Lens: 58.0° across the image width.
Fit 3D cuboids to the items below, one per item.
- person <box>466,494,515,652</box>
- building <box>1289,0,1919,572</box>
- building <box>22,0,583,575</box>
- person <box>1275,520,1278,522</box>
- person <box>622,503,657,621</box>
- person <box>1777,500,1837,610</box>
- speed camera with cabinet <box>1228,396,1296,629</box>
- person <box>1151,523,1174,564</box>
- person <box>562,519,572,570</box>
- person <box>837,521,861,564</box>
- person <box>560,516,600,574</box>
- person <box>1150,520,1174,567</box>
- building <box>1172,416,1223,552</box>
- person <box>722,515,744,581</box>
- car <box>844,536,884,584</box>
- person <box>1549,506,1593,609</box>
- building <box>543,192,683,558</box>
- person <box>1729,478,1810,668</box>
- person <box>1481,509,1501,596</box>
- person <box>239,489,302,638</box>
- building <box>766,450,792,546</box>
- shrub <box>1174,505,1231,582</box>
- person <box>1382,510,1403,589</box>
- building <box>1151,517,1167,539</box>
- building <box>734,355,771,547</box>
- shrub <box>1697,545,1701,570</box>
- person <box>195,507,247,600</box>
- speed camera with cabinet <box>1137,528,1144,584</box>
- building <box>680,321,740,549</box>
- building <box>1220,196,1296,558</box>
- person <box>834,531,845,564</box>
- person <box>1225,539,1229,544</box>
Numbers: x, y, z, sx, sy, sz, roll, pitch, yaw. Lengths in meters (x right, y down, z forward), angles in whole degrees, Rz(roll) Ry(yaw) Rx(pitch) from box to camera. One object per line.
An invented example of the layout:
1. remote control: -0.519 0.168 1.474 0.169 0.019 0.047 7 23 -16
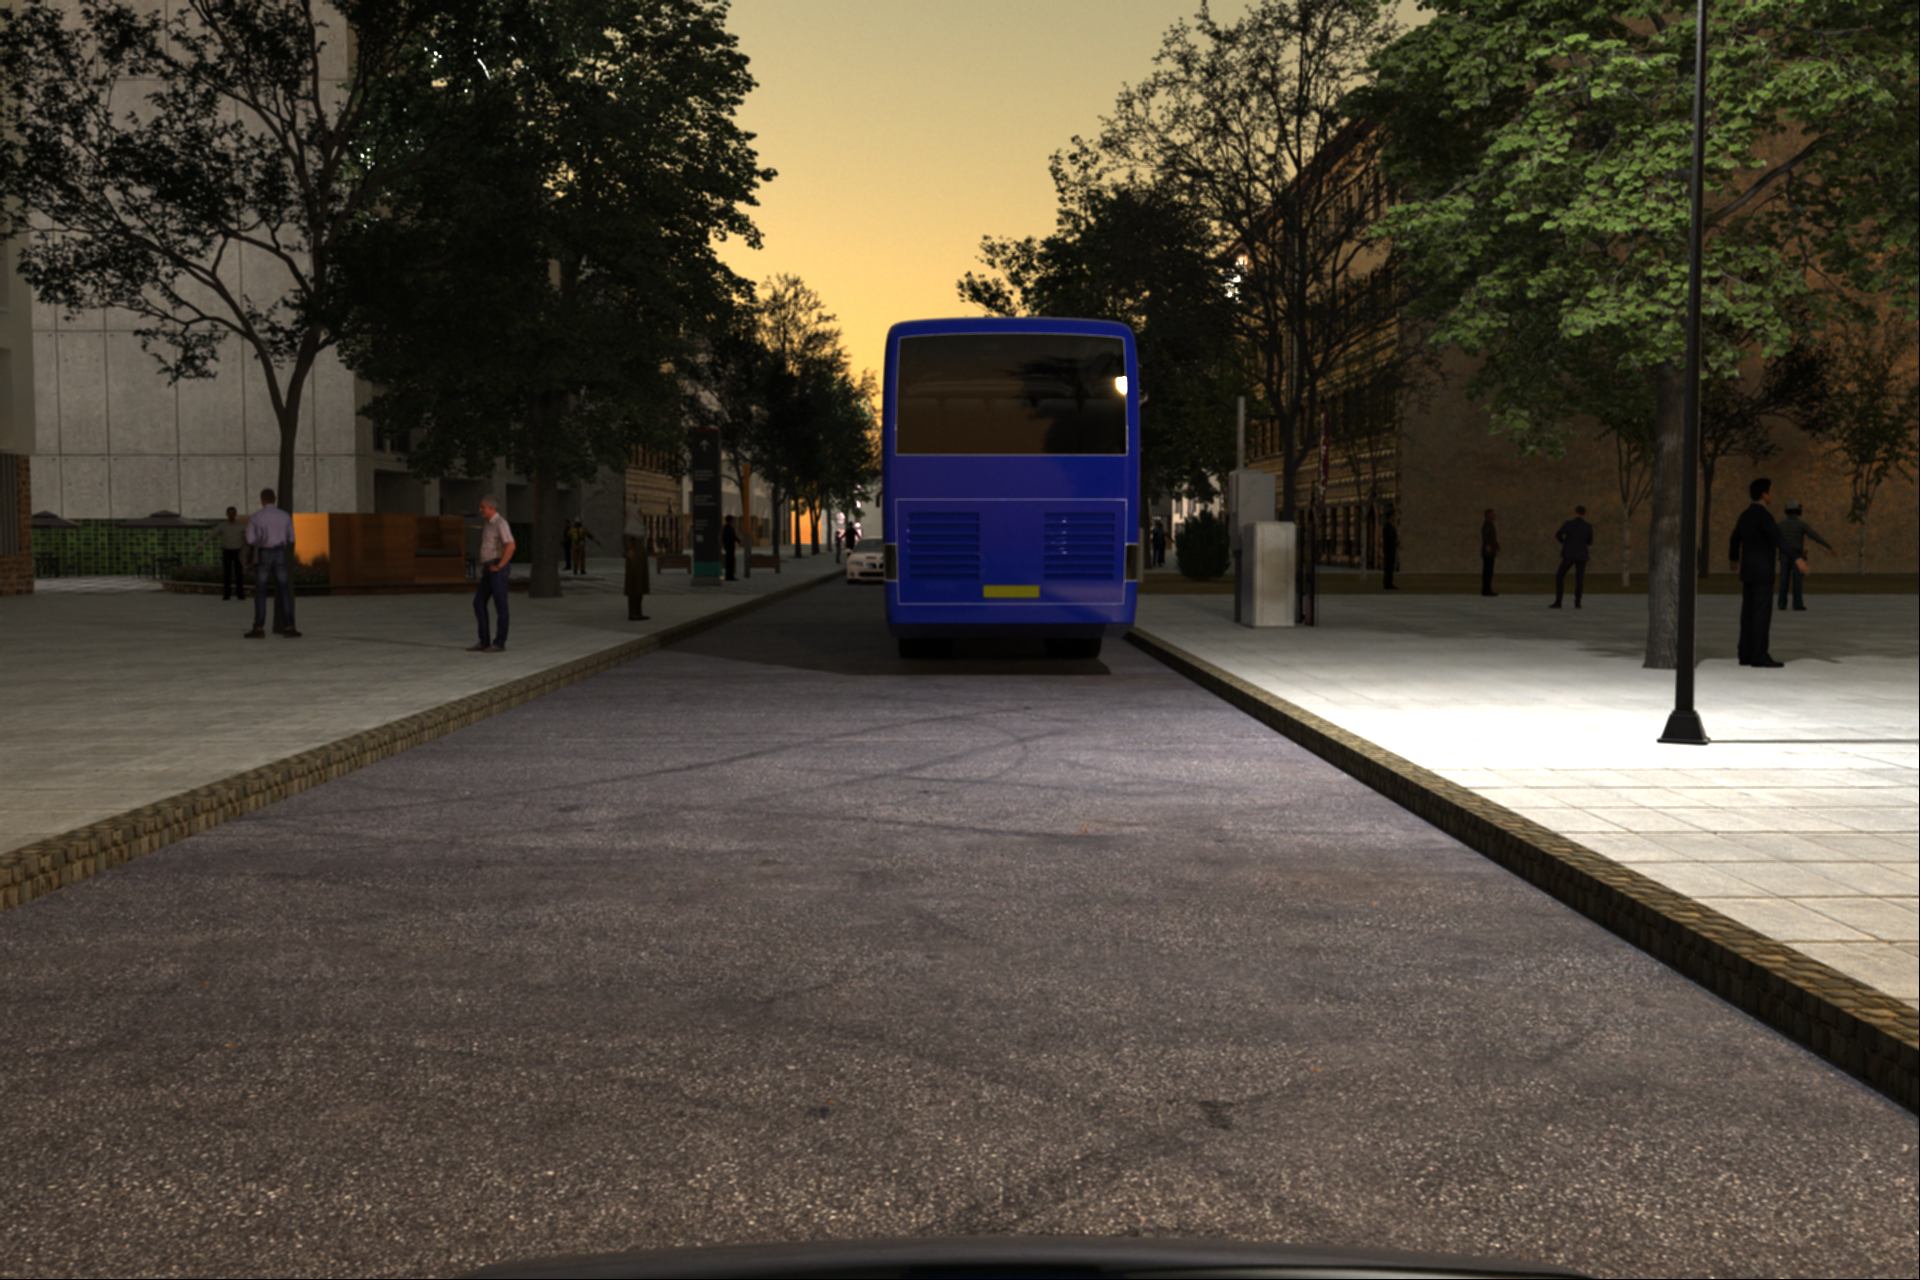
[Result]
1. person: -5.111 -0.724 18.826 0.436 1.711 0.756 -2 4 -27
2. building: 23.894 -14.409 66.510 19.493 23.208 18.063 0 3 0
3. building: -26.941 -12.378 68.830 16.747 18.905 31.486 0 4 0
4. person: 5.021 -1.362 28.354 0.704 1.819 1.344 3 5 41
5. person: -4.749 -1.165 25.823 0.721 1.736 1.217 0 4 6
6. person: 14.067 -1.432 29.255 1.345 1.849 0.704 3 5 45
7. speed camera with cabinet: 4.242 -1.834 24.325 0.660 3.252 2.038 0 4 -1
8. person: 8.641 -4.111 73.933 1.216 1.740 0.721 -2 4 -30
9. person: -14.033 -3.400 61.807 0.704 1.802 1.346 0 4 -3
10. person: -4.625 -4.091 73.027 0.704 1.812 1.346 3 5 44
11. person: -12.174 -3.035 55.385 1.354 1.858 0.705 1 4 11
12. person: 7.704 -3.769 67.475 1.347 1.847 0.705 2 4 34
13. building: 20.272 -10.559 114.784 9.099 9.664 28.070 0 4 0
14. person: -6.310 -2.540 47.709 0.705 1.806 1.347 -2 4 -29
15. car: -2.342 -2.366 51.051 2.083 1.381 4.827 0 4 -1
16. person: 10.572 -1.436 29.974 0.683 1.767 0.568 0 4 5
17. building: -26.991 -16.490 100.542 19.493 23.208 18.063 0 4 0
18. person: 7.768 -0.657 16.789 0.704 1.823 1.345 0 4 -4
19. person: 10.991 -1.817 35.891 0.705 1.807 1.348 2 4 26
20. person: -8.563 -0.951 21.459 0.709 1.838 0.599 -2 4 -34
21. building: -29.336 -20.583 202.987 16.747 18.905 31.486 0 4 -1
22. shrub: 6.596 -2.625 46.965 1.661 2.075 1.752 0 3 0
23. person: 10.011 -2.097 40.227 0.705 1.837 1.347 0 4 1
24. building: 23.172 -14.846 184.885 9.099 9.664 28.070 0 4 -1
25. building: -25.185 -19.297 171.927 16.016 20.090 11.380 0 4 1
26. shrub: 22.614 -2.623 54.002 1.383 1.207 1.383 0 3 0
27. person: -14.193 -1.691 33.800 1.344 1.810 0.704 -2 4 -24
28. speed camera with cabinet: 4.461 -3.137 45.633 0.660 3.252 2.038 0 4 0
29. building: -26.187 -18.252 154.846 16.016 20.090 11.380 0 4 -1
30. building: 23.836 -15.637 86.598 19.493 23.208 18.063 0 4 -1
31. person: -5.245 -4.050 75.477 0.599 1.433 0.991 1 4 20
32. person: 9.907 -3.333 60.758 1.348 1.796 0.705 2 4 31
